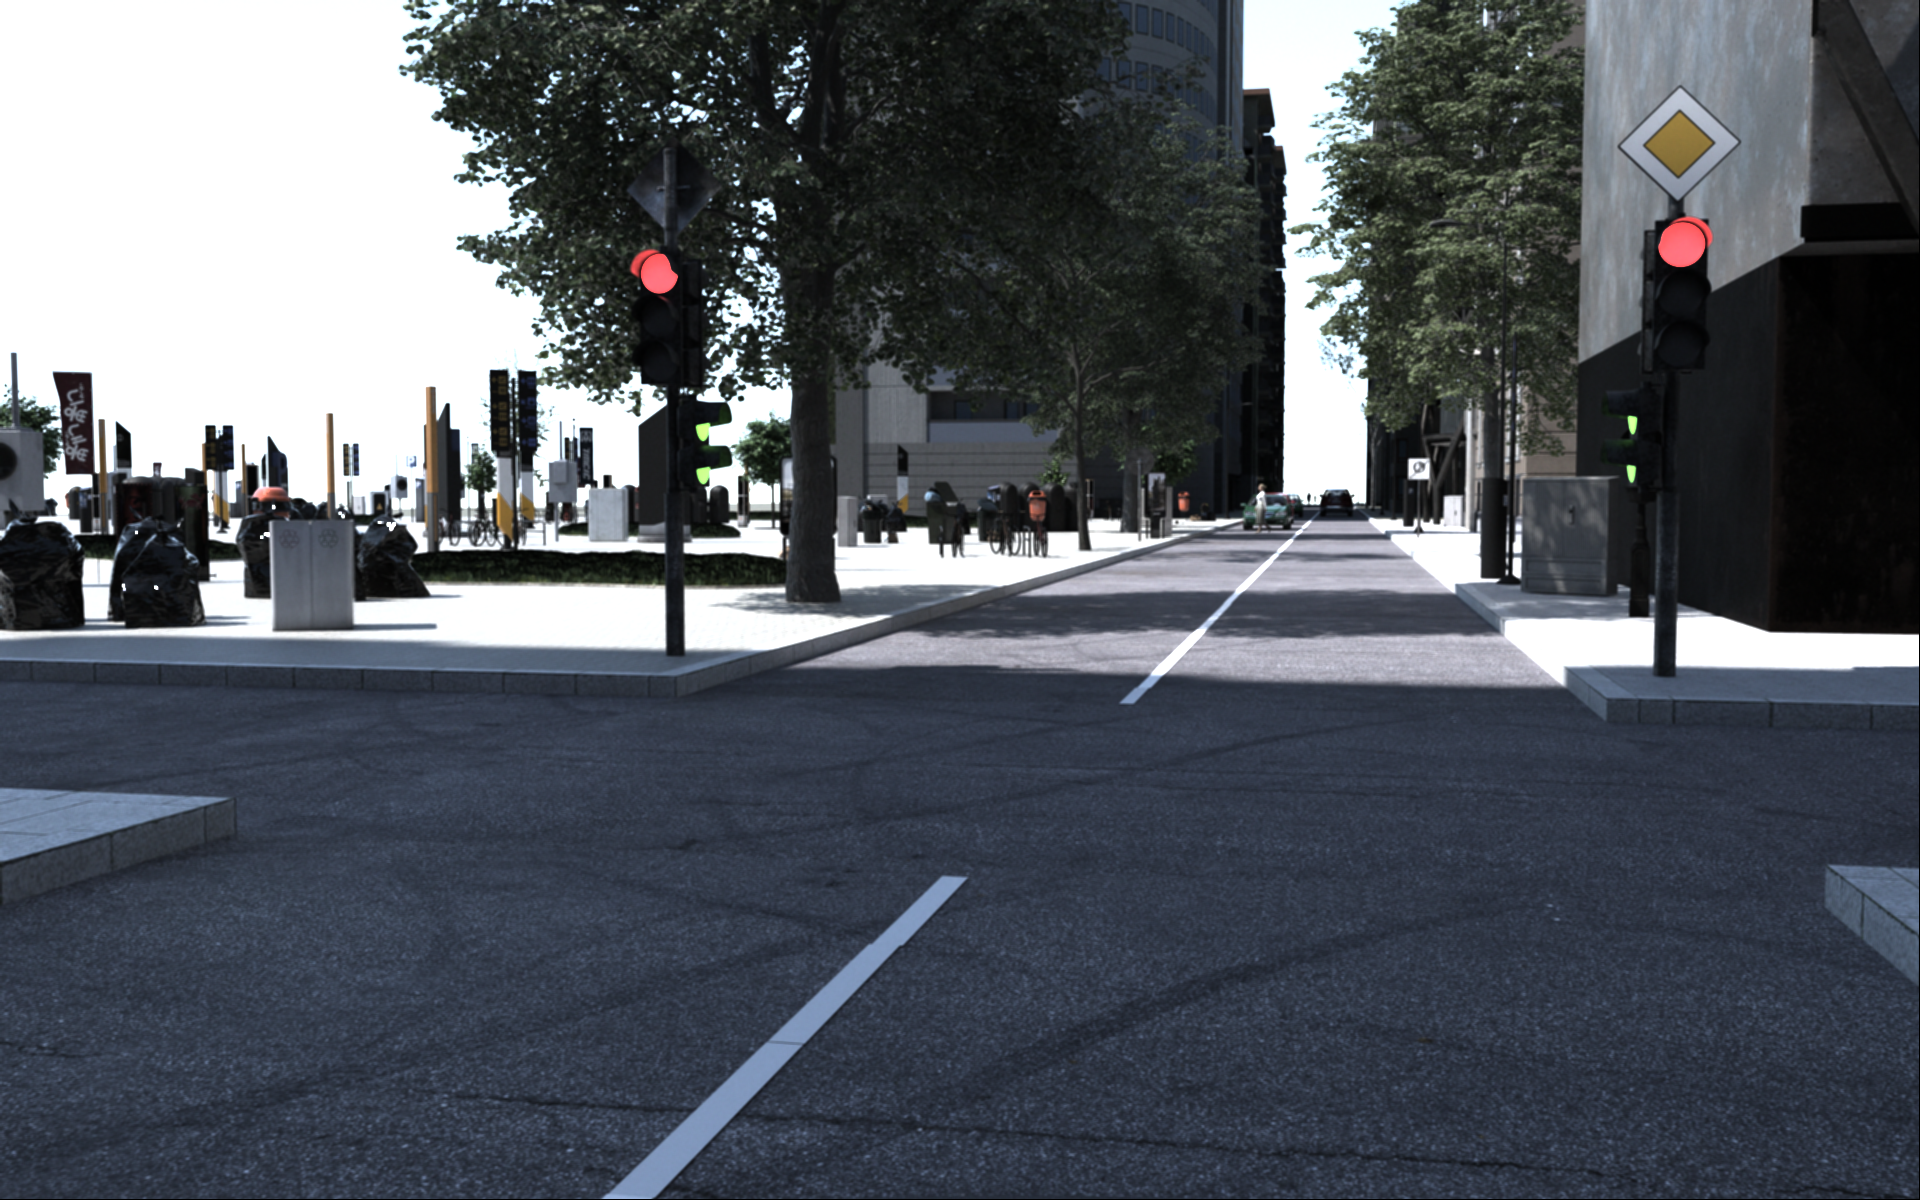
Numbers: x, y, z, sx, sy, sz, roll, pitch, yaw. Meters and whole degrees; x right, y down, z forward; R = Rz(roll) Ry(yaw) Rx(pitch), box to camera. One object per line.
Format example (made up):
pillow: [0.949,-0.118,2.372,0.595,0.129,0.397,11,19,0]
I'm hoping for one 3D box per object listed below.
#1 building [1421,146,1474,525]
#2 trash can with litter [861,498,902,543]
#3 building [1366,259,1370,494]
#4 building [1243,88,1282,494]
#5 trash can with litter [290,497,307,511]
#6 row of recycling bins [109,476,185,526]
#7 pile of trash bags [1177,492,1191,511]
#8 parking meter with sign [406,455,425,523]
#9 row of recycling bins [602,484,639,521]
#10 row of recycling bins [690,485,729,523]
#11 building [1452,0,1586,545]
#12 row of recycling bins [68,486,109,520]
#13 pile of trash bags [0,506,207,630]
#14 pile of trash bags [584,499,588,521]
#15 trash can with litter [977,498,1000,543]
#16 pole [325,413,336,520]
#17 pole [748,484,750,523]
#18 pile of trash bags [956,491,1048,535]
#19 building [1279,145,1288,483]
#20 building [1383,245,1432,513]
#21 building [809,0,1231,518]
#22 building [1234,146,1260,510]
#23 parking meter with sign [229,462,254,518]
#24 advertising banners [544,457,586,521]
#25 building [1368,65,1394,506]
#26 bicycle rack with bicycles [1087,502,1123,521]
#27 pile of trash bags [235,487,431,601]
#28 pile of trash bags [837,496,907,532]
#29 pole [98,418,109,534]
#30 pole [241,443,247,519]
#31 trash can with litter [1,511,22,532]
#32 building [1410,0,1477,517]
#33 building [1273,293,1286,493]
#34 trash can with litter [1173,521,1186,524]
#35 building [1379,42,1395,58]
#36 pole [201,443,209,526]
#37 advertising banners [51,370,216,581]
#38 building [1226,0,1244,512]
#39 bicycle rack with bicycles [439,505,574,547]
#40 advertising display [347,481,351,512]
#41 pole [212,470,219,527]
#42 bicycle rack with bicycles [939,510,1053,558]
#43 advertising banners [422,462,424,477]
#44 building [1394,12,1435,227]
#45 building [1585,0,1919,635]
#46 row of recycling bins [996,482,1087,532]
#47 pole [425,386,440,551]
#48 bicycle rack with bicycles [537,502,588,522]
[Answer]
building: [28.489,-12.662,74.474,16.820,18.784,16.811,1,4,12]
trash can with litter: [-2.053,-2.072,45.265,1.055,1.170,0.624,-1,4,-9]
building: [55.480,-26.524,205.361,14.160,30.474,14.107,1,4,12]
building: [22.296,-32.499,185.978,22.147,44.769,28.867,1,4,12]
trash can with litter: [-22.985,-2.996,60.376,0.624,1.170,1.055,0,4,-3]
row of recycling bins: [-18.420,-2.008,39.948,1.069,1.692,3.534,-1,4,-9]
pile of trash bags: [9.849,-4.612,85.156,3.447,1.369,1.912,3,5,41]
parking meter with sign: [-24.312,-5.031,78.519,0.543,3.016,1.738,1,4,21]
row of recycling bins: [-13.409,-3.943,71.579,3.534,1.692,1.069,2,4,29]
row of recycling bins: [-11.892,-4.212,75.986,3.534,1.692,1.069,-1,4,-16]
building: [22.180,-16.188,50.584,13.634,28.700,20.117,1,4,12]
row of recycling bins: [-43.047,-4.906,87.334,3.534,1.692,1.069,-1,4,-12]
pile of trash bags: [-9.218,-0.443,16.998,3.447,1.369,1.912,-1,4,-16]
pile of trash bags: [-17.312,-4.557,84.259,1.912,1.369,3.447,-1,4,-10]
trash can with litter: [0.869,-2.131,46.223,0.624,1.170,1.055,-2,4,-25]
pole: [-15.773,-3.032,43.417,0.158,3.312,0.155,0,3,0]
pole: [-9.286,-4.994,75.502,0.158,3.312,0.155,0,3,0]
pile of trash bags: [1.091,-2.765,54.963,3.447,1.369,1.912,1,4,14]
building: [29.020,-34.260,214.771,22.147,44.769,28.867,1,4,12]
building: [45.823,-17.280,127.572,27.650,21.520,28.899,1,4,12]
building: [4.651,-34.324,103.194,21.231,58.520,28.212,1,4,12]
building: [19.007,-23.336,153.242,14.160,30.474,14.107,1,4,12]
parking meter with sign: [-38.414,-5.890,92.570,0.543,3.016,1.738,1,4,9]
advertising banners: [-18.559,-5.226,81.635,2.074,3.025,0.090,-1,4,-10]
building: [55.151,-34.391,185.988,21.300,48.544,21.600,1,4,12]
bicycle rack with bicycles: [6.824,-4.242,82.745,2.852,0.926,2.925,0,4,3]
pile of trash bags: [-8.247,-0.752,22.042,1.912,1.369,3.447,-3,5,-43]
pile of trash bags: [-3.616,-2.998,58.768,3.447,1.369,1.912,-1,4,-23]
pole: [-23.128,-3.237,46.770,0.158,3.312,0.155,0,3,0]
pole: [-28.782,-4.635,69.620,0.158,3.312,0.155,0,3,0]
trash can with litter: [-30.942,-2.734,56.082,1.055,1.170,0.624,-2,4,-28]
building: [37.369,-27.135,98.275,22.147,44.769,28.867,1,4,12]
building: [36.828,-28.365,235.462,14.160,30.474,14.107,1,4,12]
trash can with litter: [8.692,-3.855,74.091,2.233,1.210,1.678,-1,4,-14]
building: [64.516,-41.722,224.158,21.231,58.520,28.212,1,4,12]
pole: [-29.987,-4.584,68.787,0.158,3.312,0.155,0,3,0]
advertising banners: [-11.915,-1.764,25.033,2.074,3.025,0.090,-2,4,-27]
building: [12.899,-29.006,124.359,14.600,45.320,14.200,1,4,12]
bicycle rack with bicycles: [-11.590,-1.818,43.110,2.852,0.926,2.925,-2,4,-34]
advertising display: [-29.540,-4.806,83.786,0.123,1.923,0.974,-1,4,-13]
pole: [-29.217,-4.532,67.947,0.158,3.312,0.155,0,3,0]
bicycle rack with bicycles: [0.628,-1.378,35.916,2.852,0.926,2.925,0,4,0]
advertising banners: [-29.283,-6.063,95.310,0.090,3.025,2.074,-2,4,-32]
building: [44.400,-28.479,149.232,14.154,41.232,14.086,1,4,12]
building: [16.755,-9.253,18.745,16.811,18.784,16.820,1,4,12]
row of recycling bins: [2.733,-3.160,58.771,3.534,1.692,1.069,-2,4,-27]
pole: [-9.988,-2.381,32.778,0.158,3.312,0.155,0,3,0]
bicycle rack with bicycles: [-17.259,-3.736,74.460,2.852,0.926,2.925,-3,4,-37]
